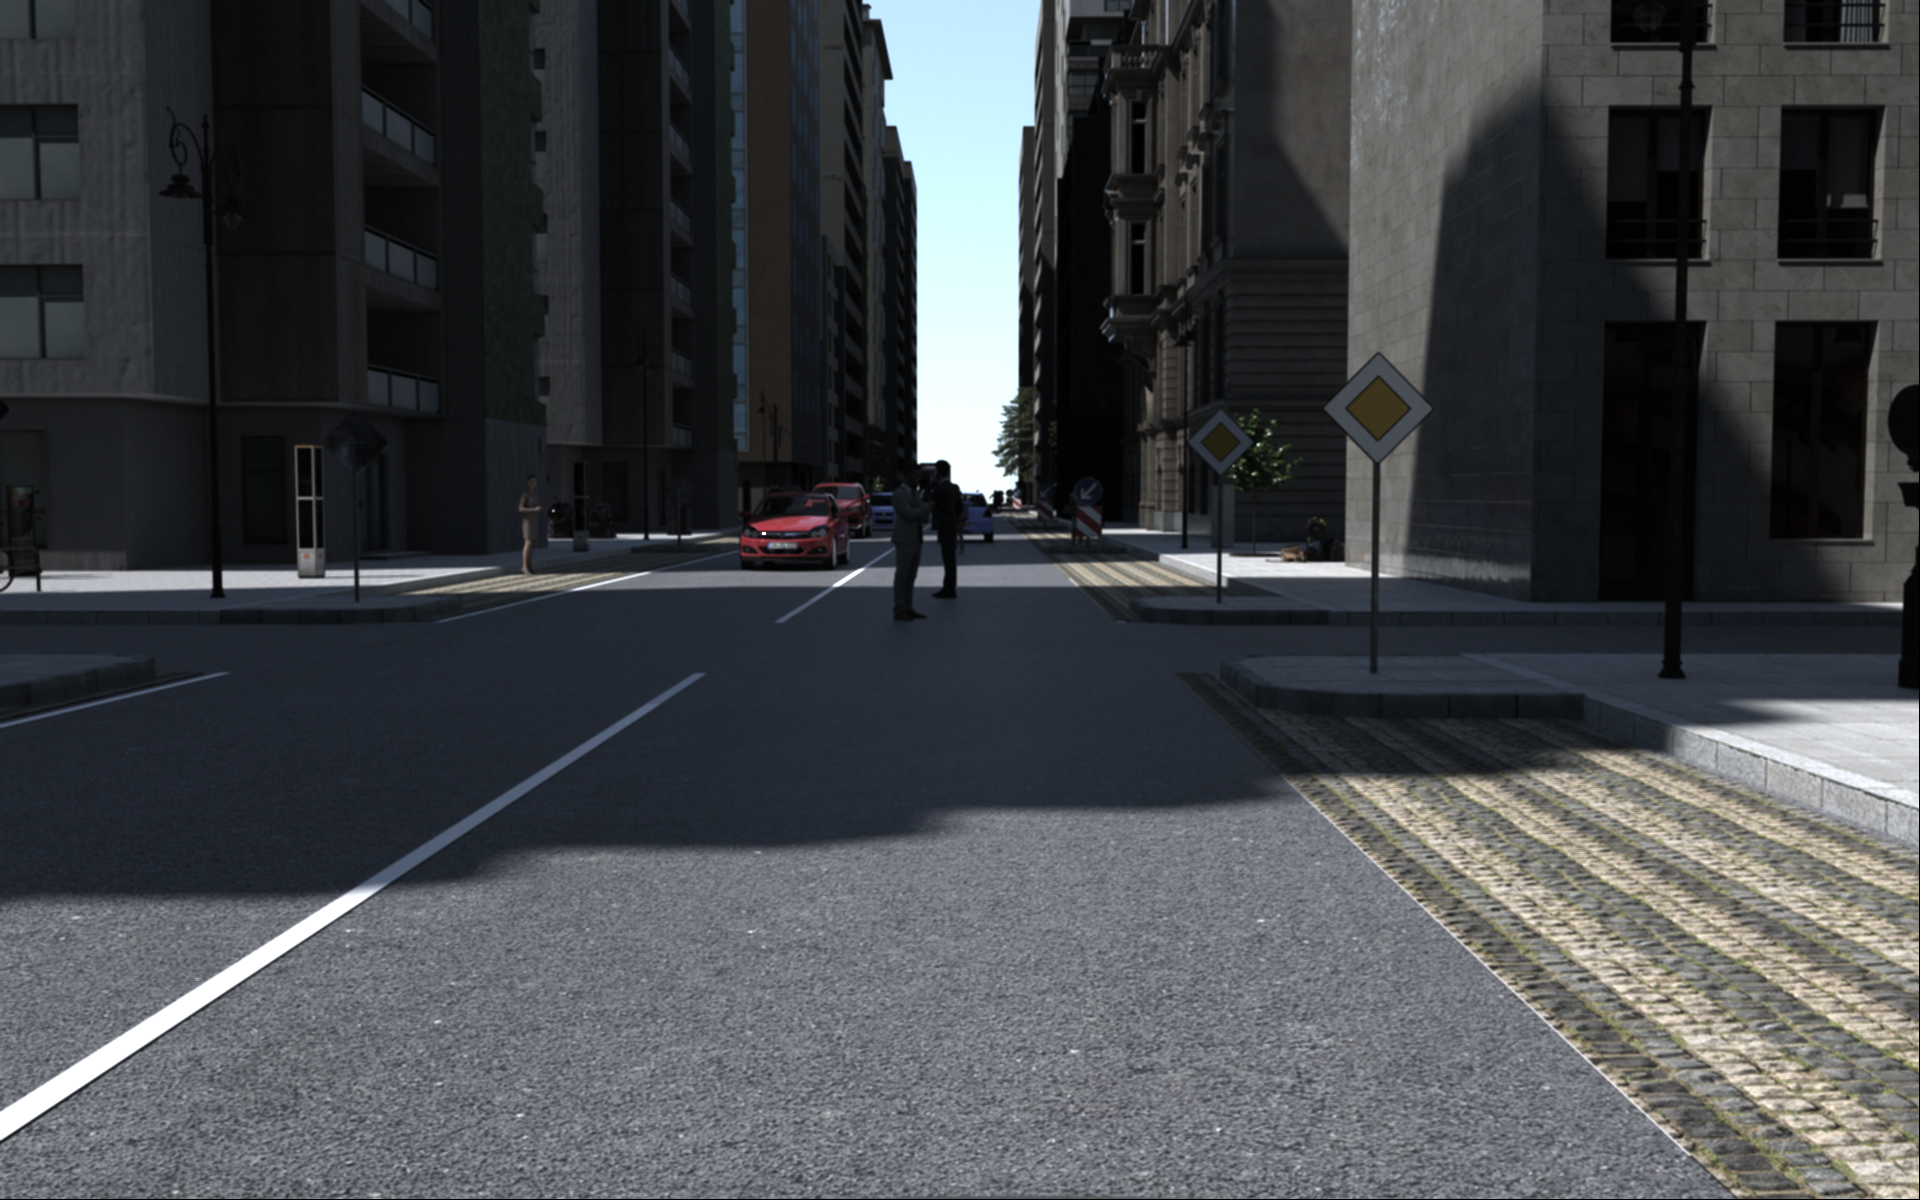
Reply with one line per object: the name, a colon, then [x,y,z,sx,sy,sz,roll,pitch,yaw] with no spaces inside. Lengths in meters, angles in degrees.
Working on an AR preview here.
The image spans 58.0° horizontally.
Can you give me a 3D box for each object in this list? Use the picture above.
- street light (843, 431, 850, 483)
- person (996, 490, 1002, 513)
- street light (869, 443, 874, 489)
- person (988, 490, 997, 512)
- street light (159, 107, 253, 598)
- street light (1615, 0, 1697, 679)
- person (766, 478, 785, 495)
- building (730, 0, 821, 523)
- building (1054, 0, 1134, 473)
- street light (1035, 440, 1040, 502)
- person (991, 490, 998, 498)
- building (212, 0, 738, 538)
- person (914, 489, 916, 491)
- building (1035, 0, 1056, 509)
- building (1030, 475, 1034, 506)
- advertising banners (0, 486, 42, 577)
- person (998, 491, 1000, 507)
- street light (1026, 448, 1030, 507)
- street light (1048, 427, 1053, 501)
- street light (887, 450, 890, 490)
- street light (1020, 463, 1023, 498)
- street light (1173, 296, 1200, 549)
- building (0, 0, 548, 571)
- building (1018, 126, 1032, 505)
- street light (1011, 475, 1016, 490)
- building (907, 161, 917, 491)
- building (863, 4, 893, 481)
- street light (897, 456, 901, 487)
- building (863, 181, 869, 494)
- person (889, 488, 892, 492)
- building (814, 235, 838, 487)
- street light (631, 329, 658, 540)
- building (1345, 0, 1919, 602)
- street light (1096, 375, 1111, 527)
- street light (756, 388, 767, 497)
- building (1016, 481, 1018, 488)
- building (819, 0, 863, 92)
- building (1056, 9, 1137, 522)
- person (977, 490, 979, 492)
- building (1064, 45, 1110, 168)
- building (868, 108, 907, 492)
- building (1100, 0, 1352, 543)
street light: [-8.091,-9.268,124.323,0.468,5.910,1.993,0,4,1]
person: [3.064,-7.639,134.312,0.530,1.710,0.541,-3,5,-40]
street light: [-7.718,-10.983,152.357,0.468,5.910,1.993,0,4,1]
person: [2.831,-7.916,138.647,1.217,1.743,0.721,1,4,20]
street light: [-9.185,-2.964,21.257,0.468,5.910,1.993,0,4,1]
street light: [4.979,-2.394,11.936,0.468,5.910,1.993,0,4,1]
person: [-5.302,-2.589,50.187,0.648,1.900,0.474,-3,5,-41]
building: [-14.209,-26.417,82.021,14.600,45.320,14.200,0,4,1]
building: [21.380,-33.402,135.354,28.713,52.752,27.495,0,4,1]
street light: [6.497,-10.486,144.227,0.468,5.910,1.993,0,4,1]
person: [3.395,-9.589,165.368,1.348,1.812,0.705,-2,4,-30]
building: [-15.809,-23.025,60.060,14.154,41.232,14.086,0,4,1]
person: [-3.472,-7.596,132.676,1.348,1.826,0.705,-3,5,-44]
building: [17.845,-32.803,160.023,21.300,48.544,21.600,0,4,1]
building: [18.306,-46.343,195.955,20.563,71.187,20.611,0,4,1]
advertising banners: [-14.863,-1.833,26.152,0.090,3.025,2.074,2,4,25]
person: [4.375,-11.572,197.725,0.705,1.821,1.348,0,4,-4]
street light: [6.743,-12.149,171.428,0.468,5.910,1.993,0,4,1]
street light: [6.126,-8.814,116.900,0.468,5.910,1.993,0,4,1]
street light: [-7.422,-12.695,180.356,0.468,5.910,1.993,0,4,1]
street light: [7.057,-13.889,199.873,0.468,5.910,1.993,0,4,1]
street light: [5.291,-4.149,40.618,0.468,5.910,1.993,0,4,1]
building: [-16.972,-21.404,33.543,14.154,41.232,14.086,0,4,1]
building: [18.260,-36.332,217.728,21.300,48.544,21.600,0,4,1]
street light: [7.572,-17.247,254.768,0.468,5.910,1.993,0,4,1]
building: [-16.940,-37.664,239.506,21.300,48.544,21.600,0,4,1]
building: [-22.300,-36.907,192.666,28.713,52.752,27.495,0,4,1]
street light: [-7.273,-14.380,207.896,0.468,5.910,1.993,0,4,1]
building: [-15.588,-23.346,153.414,14.160,30.474,14.107,0,4,1]
person: [-4.262,-5.985,106.360,1.348,1.823,0.705,0,4,-6]
building: [-22.763,-16.225,110.322,27.650,21.520,28.899,0,4,1]
street light: [-8.833,-4.638,48.612,0.468,5.910,1.993,0,4,1]
building: [15.219,-10.412,24.986,16.860,20.320,10.420,0,4,1]
street light: [5.596,-5.807,67.725,0.468,5.910,1.993,0,4,1]
street light: [-8.577,-6.302,75.825,0.468,5.910,1.993,0,4,1]
building: [24.004,-33.611,241.415,32.217,40.220,23.993,0,4,1]
building: [-18.862,-31.251,134.660,21.300,48.544,21.600,0,4,1]
building: [11.415,-15.774,87.575,12.332,23.373,15.834,0,4,1]
person: [1.596,-9.197,158.899,0.705,1.821,1.348,-3,5,-41]
building: [13.834,-21.018,115.351,14.160,30.474,14.107,0,4,1]
building: [-18.087,-36.334,217.768,21.300,48.544,21.600,0,4,1]
building: [12.394,-14.848,61.849,14.460,24.649,34.723,0,4,1]
